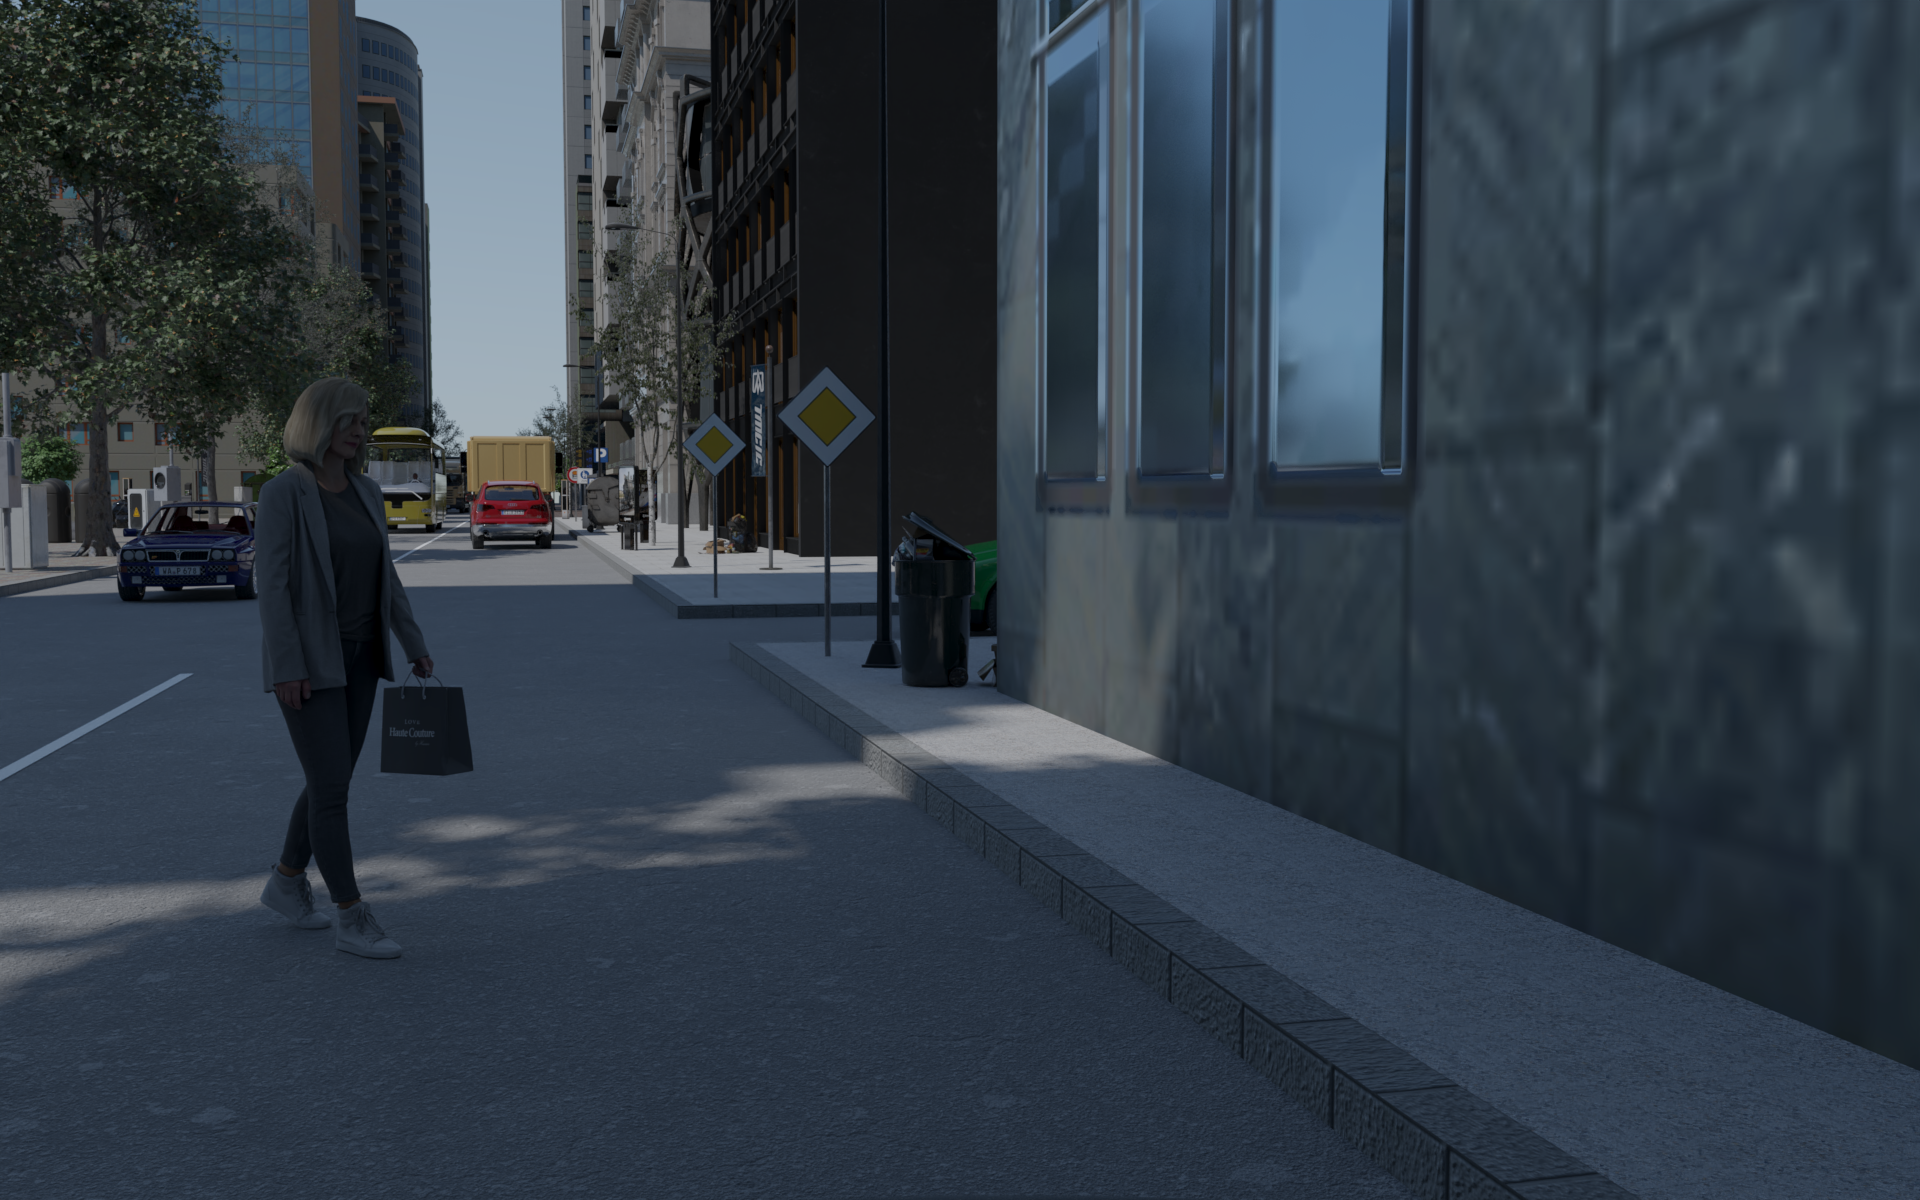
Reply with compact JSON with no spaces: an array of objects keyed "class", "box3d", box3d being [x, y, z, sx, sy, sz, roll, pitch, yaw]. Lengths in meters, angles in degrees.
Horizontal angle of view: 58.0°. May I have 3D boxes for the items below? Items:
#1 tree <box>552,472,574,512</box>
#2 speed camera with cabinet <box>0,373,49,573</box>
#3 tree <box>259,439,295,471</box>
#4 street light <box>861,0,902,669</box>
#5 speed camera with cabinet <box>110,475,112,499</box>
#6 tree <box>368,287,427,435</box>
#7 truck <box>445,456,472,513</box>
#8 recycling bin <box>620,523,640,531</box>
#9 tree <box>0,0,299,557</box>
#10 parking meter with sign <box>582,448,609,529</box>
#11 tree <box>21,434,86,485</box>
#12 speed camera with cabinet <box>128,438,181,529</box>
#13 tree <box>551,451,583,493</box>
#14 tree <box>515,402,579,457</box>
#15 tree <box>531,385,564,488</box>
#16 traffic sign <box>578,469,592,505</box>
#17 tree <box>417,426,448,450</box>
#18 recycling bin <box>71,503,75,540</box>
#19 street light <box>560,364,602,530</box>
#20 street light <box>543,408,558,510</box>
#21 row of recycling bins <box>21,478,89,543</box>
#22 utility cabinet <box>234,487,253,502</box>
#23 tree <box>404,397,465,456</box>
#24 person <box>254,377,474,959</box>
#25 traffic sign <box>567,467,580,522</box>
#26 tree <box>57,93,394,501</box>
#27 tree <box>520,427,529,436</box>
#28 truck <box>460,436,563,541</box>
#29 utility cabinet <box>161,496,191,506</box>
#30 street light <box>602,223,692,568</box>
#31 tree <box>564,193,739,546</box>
[{"class":"tree","box3d":[-28.973,-8.009,125.548,1.663,3.219,1.824,0,3,0]},{"class":"speed camera with cabinet","box3d":[-15.926,-2.122,29.030,0.660,3.252,2.038,-1,4,-12]},{"class":"tree","box3d":[-23.949,-4.048,60.785,1.663,3.219,1.824,0,3,0]},{"class":"street light","box3d":[-1.089,-2.449,12.586,1.470,5.913,1.316,-1,4,-14]},{"class":"speed camera with cabinet","box3d":[-38.062,-5.002,76.115,0.660,3.252,2.038,0,4,0]},{"class":"tree","box3d":[-30.965,-10.261,84.778,9.611,12.733,9.660,0,3,0]},{"class":"truck","box3d":[-38.503,-8.686,130.925,2.839,4.237,11.283,-1,4,-12]},{"class":"recycling bin","box3d":[-11.293,-2.897,59.919,0.722,1.027,0.722,3,4,38]},{"class":"tree","box3d":[-17.659,-7.245,35.471,9.611,12.733,9.660,0,3,0]},{"class":"parking meter with sign","box3d":[-13.634,-4.180,64.602,0.543,3.016,1.738,0,4,7]},{"class":"tree","box3d":[-42.763,-5.952,81.024,4.285,4.588,4.351,0,3,0]},{"class":"speed camera with cabinet","box3d":[-26.633,-3.846,57.218,2.038,3.252,0.660,2,4,30]},{"class":"tree","box3d":[-29.829,-8.920,129.554,4.285,4.588,4.351,0,3,0]},{"class":"tree","box3d":[-41.647,-14.704,174.826,8.767,10.594,7.601,-1,4,-21]},{"class":"tree","box3d":[-25.239,-9.879,111.883,4.360,8.622,3.978,0,3,0]},{"class":"traffic sign","box3d":[-15.030,-4.118,69.454,0.606,2.300,0.079,-1,4,-8]},{"class":"tree","box3d":[-54.564,-13.896,177.563,4.360,8.622,3.978,0,3,0]},{"class":"recycling bin","box3d":[-25.820,-2.357,51.083,0.722,1.027,0.722,3,5,41]},{"class":"street light","box3d":[-13.481,-5.476,62.075,1.470,5.913,1.316,-1,4,-14]},{"class":"street light","box3d":[-21.719,-7.437,94.131,1.470,5.913,1.316,-1,4,-14]},{"class":"row of recycling bins","box3d":[-24.184,-2.348,45.502,3.534,1.692,1.069,0,4,1]},{"class":"utility cabinet","box3d":[-21.572,-2.661,52.187,0.318,1.500,1.173,-2,4,-34]},{"class":"tree","box3d":[-50.481,-14.099,164.931,7.601,10.594,8.767,-1,4,-11]},{"class":"person","box3d":[-1.981,0.189,5.593,0.728,1.800,0.709,2,4,29]},{"class":"traffic sign","box3d":[-17.889,-4.924,80.612,0.768,2.556,0.104,0,4,-8]},{"class":"tree","box3d":[-21.903,-8.547,50.113,12.009,13.543,11.850,0,3,0]},{"class":"tree","box3d":[-35.810,-12.226,150.263,4.360,8.622,3.978,0,3,0]},{"class":"truck","box3d":[-14.628,-3.709,56.560,3.469,3.379,9.791,-1,4,-14]},{"class":"utility cabinet","box3d":[-28.496,-3.167,62.934,1.020,1.237,0.306,-3,5,-42]},{"class":"street light","box3d":[-5.393,-3.511,29.945,1.470,5.913,1.316,-1,4,-14]},{"class":"tree","box3d":[-7.550,-5.630,42.407,4.360,8.622,3.978,0,3,0]}]
